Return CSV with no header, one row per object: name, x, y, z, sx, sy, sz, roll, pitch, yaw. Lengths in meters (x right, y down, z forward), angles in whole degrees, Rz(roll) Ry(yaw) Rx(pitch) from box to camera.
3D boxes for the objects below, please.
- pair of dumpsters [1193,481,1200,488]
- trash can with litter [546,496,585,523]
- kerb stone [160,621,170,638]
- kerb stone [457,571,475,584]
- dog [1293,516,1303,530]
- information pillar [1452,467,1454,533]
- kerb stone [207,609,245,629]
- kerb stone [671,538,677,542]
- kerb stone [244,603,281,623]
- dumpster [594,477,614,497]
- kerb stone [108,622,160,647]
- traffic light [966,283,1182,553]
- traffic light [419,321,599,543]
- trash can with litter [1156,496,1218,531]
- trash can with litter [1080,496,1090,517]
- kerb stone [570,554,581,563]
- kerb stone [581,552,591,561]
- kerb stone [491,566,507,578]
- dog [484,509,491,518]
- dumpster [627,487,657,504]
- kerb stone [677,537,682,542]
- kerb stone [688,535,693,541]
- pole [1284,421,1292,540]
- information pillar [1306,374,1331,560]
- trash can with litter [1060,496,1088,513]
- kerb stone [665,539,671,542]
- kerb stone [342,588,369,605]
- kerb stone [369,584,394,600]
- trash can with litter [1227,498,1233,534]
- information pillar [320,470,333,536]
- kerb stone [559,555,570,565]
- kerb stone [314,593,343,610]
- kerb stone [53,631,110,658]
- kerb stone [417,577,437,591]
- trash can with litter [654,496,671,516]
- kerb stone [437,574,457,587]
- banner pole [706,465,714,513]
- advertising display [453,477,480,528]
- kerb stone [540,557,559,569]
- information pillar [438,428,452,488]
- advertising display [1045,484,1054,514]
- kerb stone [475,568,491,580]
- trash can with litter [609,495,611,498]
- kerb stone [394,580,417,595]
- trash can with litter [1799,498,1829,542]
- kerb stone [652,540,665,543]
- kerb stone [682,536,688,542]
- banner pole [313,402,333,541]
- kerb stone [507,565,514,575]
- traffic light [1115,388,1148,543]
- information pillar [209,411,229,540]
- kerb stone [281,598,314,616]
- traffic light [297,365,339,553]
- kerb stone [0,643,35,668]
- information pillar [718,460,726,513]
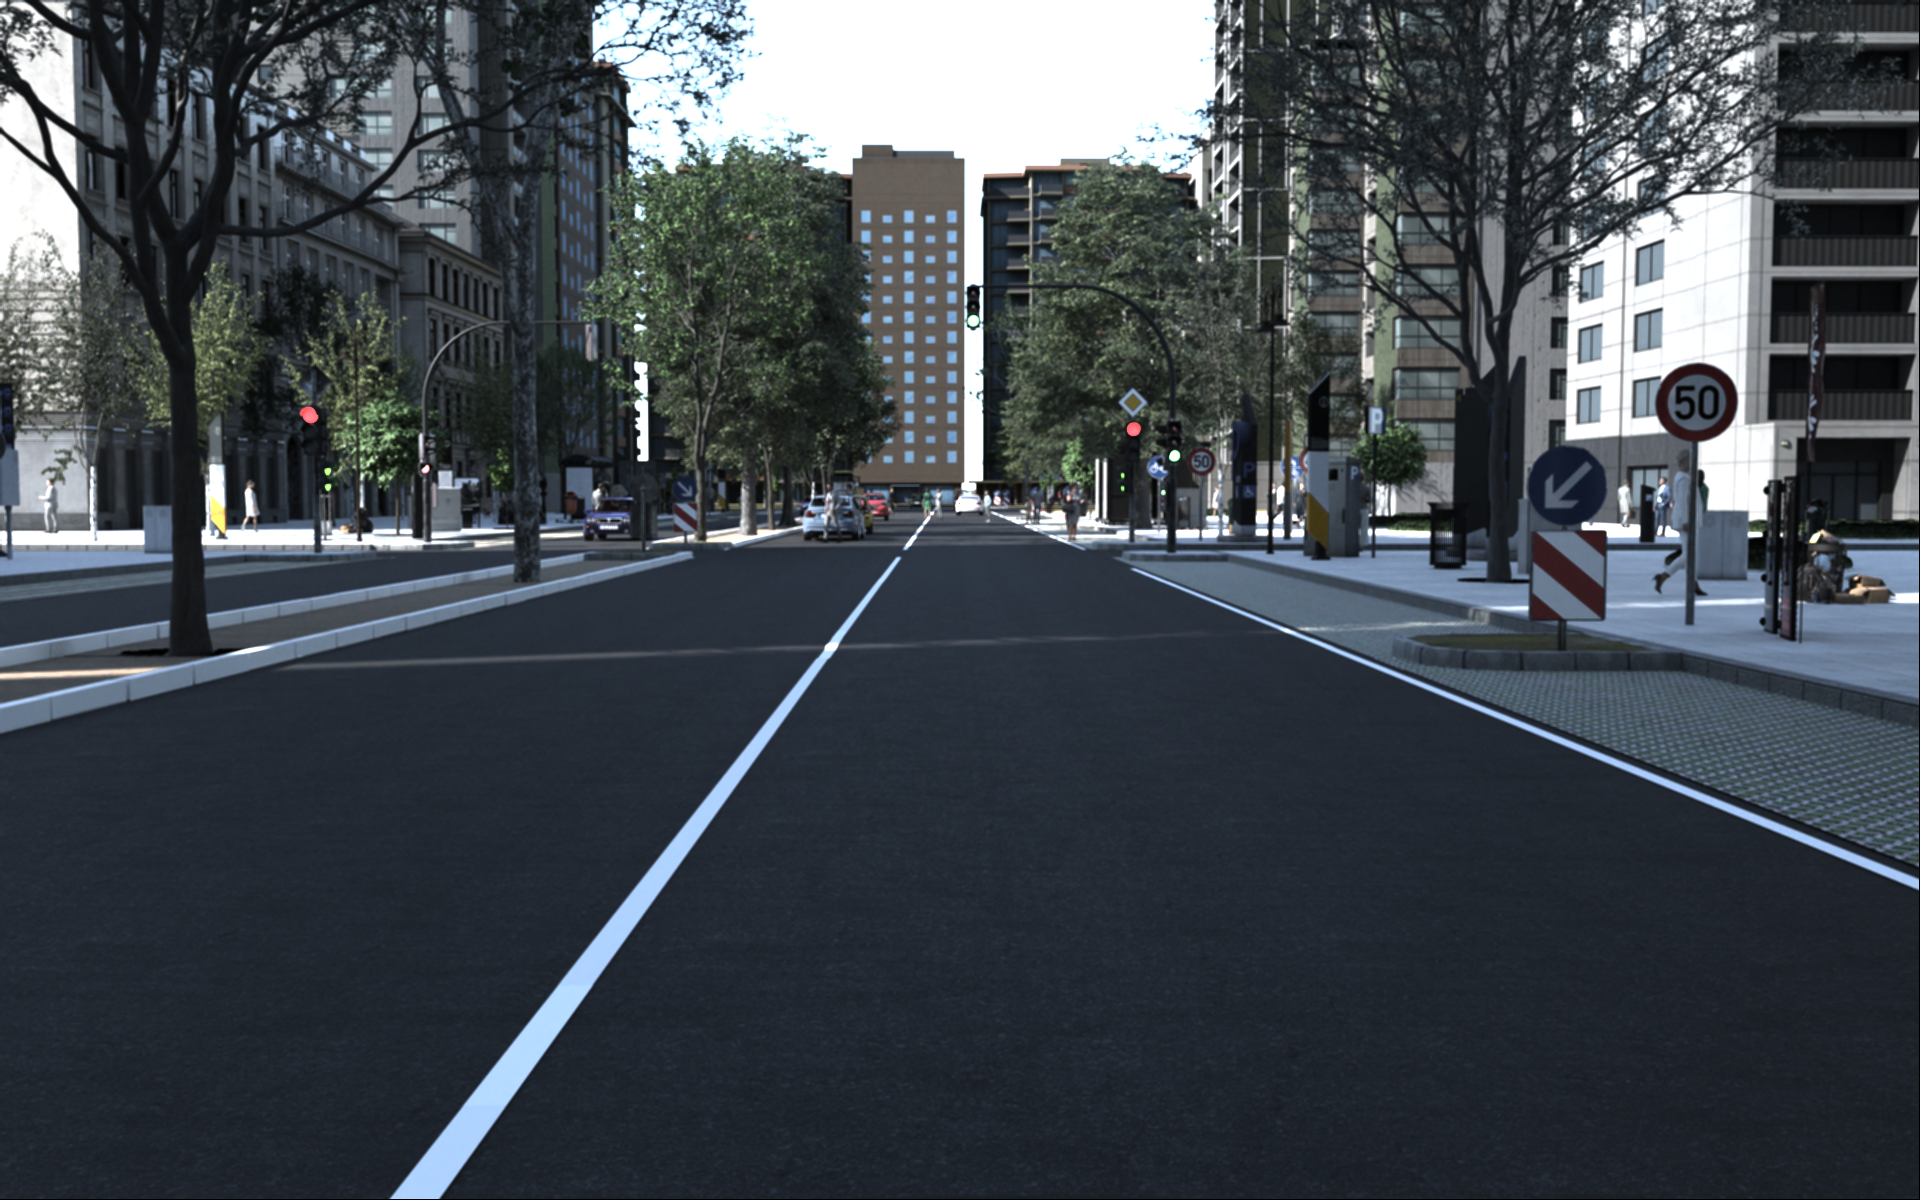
pair of dumpsters,10.197,-4.773,80.528,1.574,2.255,4.437,0,4,0
trash can with litter,-17.391,-4.067,77.559,2.233,1.210,1.678,1,4,9
kerb stone,-7.949,0.283,17.562,0.120,0.150,1.000,0,4,0
kerb stone,-8.032,-0.343,27.810,0.120,0.150,1.000,0,4,0
dog,11.992,-2.777,62.241,0.540,0.507,0.406,-1,4,-16
information pillar,13.662,-2.623,47.386,0.304,2.012,0.304,0,4,4
kerb stone,-7.967,0.222,18.595,0.120,0.150,1.000,0,4,0
kerb stone,-8.195,-1.631,48.857,0.120,0.150,1.000,0,4,0
kerb stone,-7.972,0.159,19.616,0.120,0.150,1.000,0,4,0
dumpster,-19.960,-5.745,96.428,1.502,2.255,1.985,0,4,0
kerb stone,-7.953,0.346,16.535,0.120,0.150,1.000,0,4,0
traffic light,2.503,-3.849,37.604,4.771,5.953,1.251,0,4,0
traffic light,-11.936,-4.341,45.640,4.771,5.953,1.251,0,4,0
trash can with litter,8.141,-3.064,61.156,1.678,1.210,2.233,-3,5,-43
trash can with litter,6.785,-5.209,96.549,0.624,1.170,1.055,2,4,31
kerb stone,-8.099,-0.845,36.004,0.120,0.150,1.000,0,4,0
kerb stone,-8.105,-0.908,37.040,0.120,0.150,1.000,0,4,0
kerb stone,-8.043,-0.469,29.858,0.120,0.150,1.000,0,4,0
dog,-25.246,-4.627,92.479,0.406,0.507,0.540,-1,4,-21
dumpster,-18.326,-5.938,99.585,1.502,2.255,1.985,0,4,0
kerb stone,-8.202,-1.688,49.879,0.120,0.150,1.000,0,4,0
kerb stone,-8.216,-1.818,51.923,0.120,0.150,1.000,0,4,0
pole,9.192,-3.347,48.561,0.158,3.312,0.155,0,3,0
information pillar,6.972,-2.588,33.671,0.504,3.616,0.183,-2,4,-26
trash can with litter,7.606,-6.460,116.673,2.233,1.210,1.678,0,4,-2
kerb stone,-8.192,-1.568,47.834,0.120,0.150,1.000,0,4,0
kerb stone,-7.999,-0.030,22.689,0.120,0.150,1.000,0,4,0
kerb stone,-7.999,-0.093,23.710,0.120,0.150,1.000,0,4,0
trash can with litter,8.881,-2.700,55.535,0.624,1.170,1.055,1,4,12
information pillar,-19.560,-2.994,53.437,0.304,2.012,0.304,0,4,-8
kerb stone,-8.091,-0.778,34.982,0.120,0.150,1.000,0,4,0
kerb stone,-7.986,0.038,21.667,0.120,0.150,1.000,0,4,0
kerb stone,-7.944,0.409,15.513,0.120,0.150,1.000,0,4,0
kerb stone,-8.020,-0.218,25.765,0.120,0.150,1.000,0,4,0
trash can with litter,-17.828,-5.637,103.217,2.233,1.210,1.678,-3,5,-42
kerb stone,-8.027,-0.281,26.789,0.120,0.150,1.000,0,4,0
banner pole,-17.320,-7.886,118.957,0.863,3.779,0.401,0,4,-1
advertising display,-18.568,-3.670,65.224,0.974,1.923,0.123,-1,4,-15
kerb stone,-8.077,-0.719,33.955,0.120,0.150,1.000,0,4,0
information pillar,-18.220,-4.282,61.367,0.504,3.616,0.183,-1,4,-11
advertising display,5.865,-6.606,113.222,0.123,1.923,0.974,2,4,32
kerb stone,-8.042,-0.401,28.833,0.120,0.150,1.000,0,4,0
trash can with litter,-18.895,-5.069,93.943,1.678,1.210,2.233,-1,4,-12
kerb stone,-8.013,-0.156,24.743,0.120,0.150,1.000,0,4,0
trash can with litter,22.646,-2.124,46.109,0.624,1.170,1.055,0,4,-2
kerb stone,-8.173,-1.505,46.807,0.120,0.150,1.000,0,4,0
kerb stone,-8.212,-1.756,50.901,0.120,0.150,1.000,0,4,0
banner pole,-17.330,-3.478,46.883,0.401,3.779,0.863,0,4,5
kerb stone,-8.059,-0.532,30.886,0.120,0.150,1.000,0,4,0
traffic light,4.533,-3.476,45.746,0.839,4.253,0.868,0,4,0
information pillar,-20.956,-3.521,48.918,0.504,3.616,0.183,2,4,23
kerb stone,-7.977,0.095,20.645,0.120,0.150,1.000,0,4,0
traffic light,-13.966,-2.978,37.604,0.839,4.253,0.868,0,4,0
kerb stone,-7.933,0.471,14.491,0.120,0.150,1.000,0,4,0
information pillar,-16.367,-7.814,119.106,0.504,3.616,0.183,0,4,2
